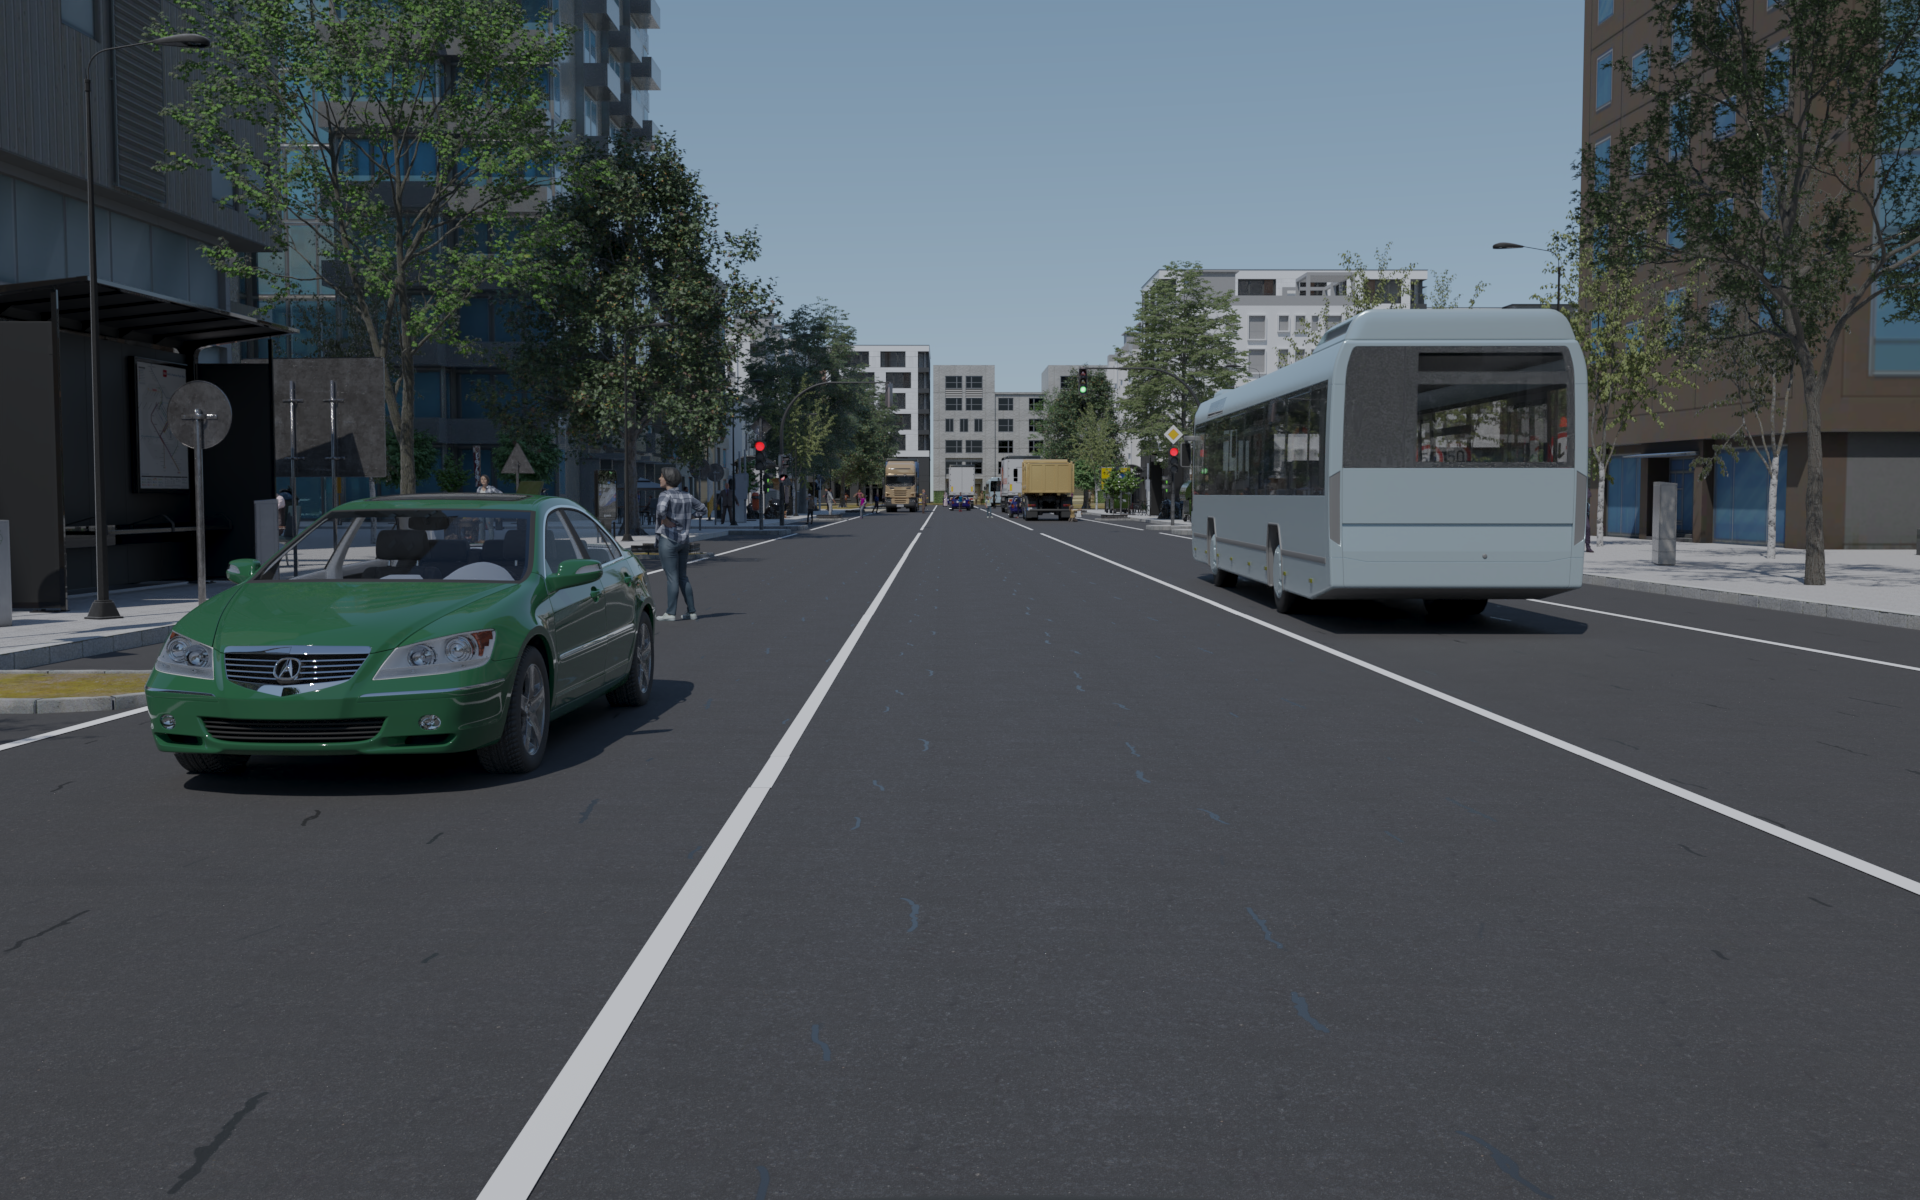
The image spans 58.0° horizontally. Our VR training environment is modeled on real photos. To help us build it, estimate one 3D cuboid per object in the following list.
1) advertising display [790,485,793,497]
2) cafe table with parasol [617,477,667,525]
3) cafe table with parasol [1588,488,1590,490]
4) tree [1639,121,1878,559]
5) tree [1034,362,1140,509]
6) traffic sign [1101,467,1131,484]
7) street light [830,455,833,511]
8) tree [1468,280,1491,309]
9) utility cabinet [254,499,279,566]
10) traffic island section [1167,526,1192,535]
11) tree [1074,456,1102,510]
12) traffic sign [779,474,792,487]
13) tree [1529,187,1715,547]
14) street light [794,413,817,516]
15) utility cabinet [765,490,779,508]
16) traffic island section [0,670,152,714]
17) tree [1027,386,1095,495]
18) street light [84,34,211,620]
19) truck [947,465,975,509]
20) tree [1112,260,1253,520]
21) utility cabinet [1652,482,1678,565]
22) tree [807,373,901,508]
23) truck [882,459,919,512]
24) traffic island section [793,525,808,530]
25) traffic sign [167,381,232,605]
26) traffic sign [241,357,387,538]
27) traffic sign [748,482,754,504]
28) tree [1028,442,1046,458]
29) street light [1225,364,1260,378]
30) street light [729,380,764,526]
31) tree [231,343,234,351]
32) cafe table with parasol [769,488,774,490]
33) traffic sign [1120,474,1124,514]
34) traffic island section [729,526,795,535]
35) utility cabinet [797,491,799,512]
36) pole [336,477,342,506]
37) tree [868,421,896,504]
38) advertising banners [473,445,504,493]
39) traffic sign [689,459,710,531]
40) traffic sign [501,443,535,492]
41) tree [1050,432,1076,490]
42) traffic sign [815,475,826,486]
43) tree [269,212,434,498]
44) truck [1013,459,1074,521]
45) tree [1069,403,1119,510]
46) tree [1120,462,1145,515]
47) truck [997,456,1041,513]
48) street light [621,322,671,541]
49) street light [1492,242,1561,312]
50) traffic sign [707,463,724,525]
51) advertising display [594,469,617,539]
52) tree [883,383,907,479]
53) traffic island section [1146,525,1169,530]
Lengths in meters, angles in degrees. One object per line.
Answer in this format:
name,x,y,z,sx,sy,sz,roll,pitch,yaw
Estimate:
advertising display,-11.587,-7.052,120.516,0.123,1.923,0.974,1,4,14
cafe table with parasol,-13.180,-4.070,71.410,2.610,1.966,2.610,1,4,13
cafe table with parasol,33.208,-5.487,94.581,2.610,1.966,2.610,-3,4,-36
tree,16.071,-5.141,34.418,4.360,8.622,3.978,0,3,0
tree,10.957,-14.246,149.930,9.611,12.733,9.660,0,3,0
traffic sign,11.782,-8.384,130.948,2.265,3.308,0.079,1,4,8
street light,-9.102,-9.564,128.920,1.470,5.913,1.316,0,4,-1
tree,16.128,-6.479,56.288,4.737,8.622,4.395,0,3,0
utility cabinet,-9.054,-0.700,22.604,0.306,1.237,1.020,-1,4,-22
traffic island section,8.727,-2.450,62.335,2.009,0.180,2.903,0,4,-1
tree,10.597,-9.752,143.162,4.285,4.588,4.351,0,3,0
traffic sign,-10.747,-6.541,106.946,0.884,2.594,0.081,0,4,2
tree,15.878,-5.610,42.086,4.737,8.622,4.395,0,3,0
street light,-8.901,-7.774,99.648,1.470,5.913,1.316,0,4,-1
utility cabinet,-11.200,-5.806,103.613,0.318,1.500,1.173,-3,5,-43
traffic island section,-6.367,0.647,12.288,1.991,0.108,1.994,0,4,-1
tree,10.235,-14.693,165.987,9.928,11.665,9.643,0,3,0
street light,-8.272,-2.759,17.647,1.470,5.913,1.316,0,4,-1
truck,0.142,-11.105,170.484,2.839,4.237,11.283,0,4,0
tree,10.785,-10.202,84.937,7.486,12.596,7.792,0,3,0
utility cabinet,12.838,-1.398,31.536,0.318,1.500,1.173,1,4,17
tree,-11.050,-15.127,164.342,9.611,12.733,9.660,0,3,0
truck,-4.631,-9.172,138.870,2.839,4.237,11.283,0,3,0
traffic island section,-7.228,-2.929,70.178,2.009,0.180,2.903,0,4,-1
traffic sign,-8.555,-1.185,19.480,0.768,2.556,0.104,0,4,6
traffic sign,-9.649,-1.956,25.855,2.265,3.308,0.079,1,4,8
traffic sign,-11.034,-5.523,90.404,0.768,2.556,0.104,1,4,9
tree,10.280,-15.677,206.685,4.737,8.622,4.395,0,3,0
street light,10.184,-5.478,62.106,1.470,5.913,1.316,0,4,-1
street light,-8.667,-5.984,70.376,1.470,5.913,1.316,0,4,-1
tree,-25.670,-6.530,57.126,4.737,8.622,4.395,0,3,0
cafe table with parasol,-15.928,-8.242,139.614,2.610,1.966,2.610,0,4,7
traffic sign,10.070,-6.627,108.464,0.768,2.556,0.104,1,4,9
traffic island section,-7.154,-2.441,62.193,2.009,0.180,2.903,0,4,-1
utility cabinet,-11.541,-7.059,124.094,1.173,1.500,0.318,0,4,6
pole,-25.369,-4.702,70.722,0.158,3.312,0.155,0,3,0
tree,-11.636,-18.590,222.077,7.486,12.596,7.792,0,3,0
advertising banners,-16.835,-4.012,61.789,0.090,3.025,2.074,-3,5,-44
traffic sign,-9.133,-3.710,60.772,0.768,2.556,0.104,0,4,7
traffic sign,-11.234,-2.690,43.985,0.884,2.594,0.081,0,4,7
tree,10.485,-14.013,179.481,4.360,8.622,3.978,0,3,0
traffic sign,-9.800,-7.443,121.429,0.795,2.593,0.064,0,4,7
tree,-15.265,-5.742,44.246,4.360,8.622,3.978,0,3,0
truck,4.759,-6.103,95.712,3.469,3.379,9.791,0,4,0
tree,10.780,-11.439,137.384,4.737,8.622,4.395,0,3,0
tree,10.263,-6.815,106.031,1.663,3.219,1.824,0,3,0
truck,4.497,-8.746,131.910,2.839,4.237,11.283,0,4,-2
street light,-8.501,-4.549,46.919,1.470,5.913,1.316,0,4,-1
street light,10.517,-3.644,32.116,1.470,5.913,1.316,0,4,-1
traffic sign,-10.118,-4.372,71.595,0.768,2.556,0.104,0,4,3
advertising display,-9.345,-2.477,45.713,0.123,1.923,0.974,1,4,19
tree,-10.673,-17.141,186.908,9.857,13.997,8.962,0,3,0
traffic island section,8.653,-2.938,70.320,2.009,0.180,2.903,0,4,-1
